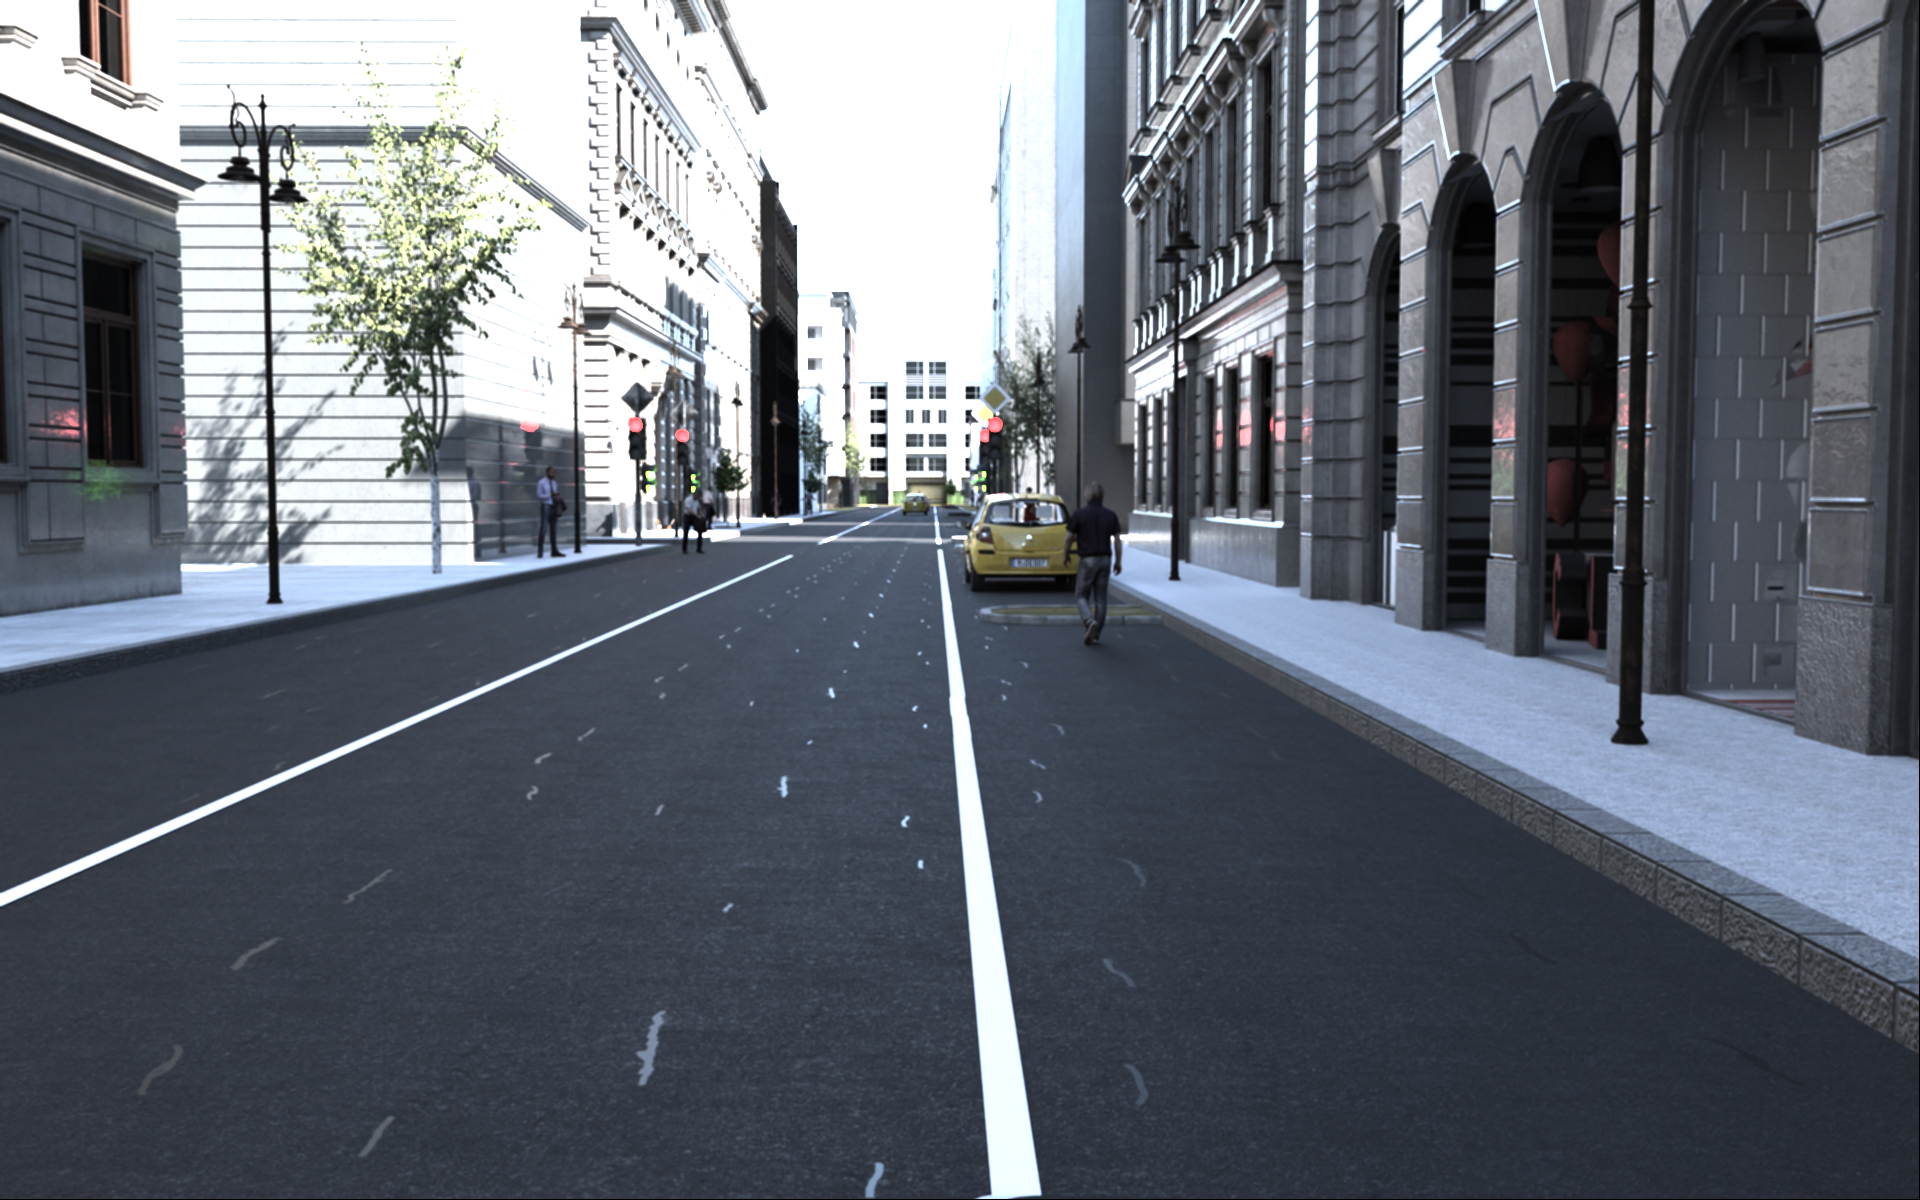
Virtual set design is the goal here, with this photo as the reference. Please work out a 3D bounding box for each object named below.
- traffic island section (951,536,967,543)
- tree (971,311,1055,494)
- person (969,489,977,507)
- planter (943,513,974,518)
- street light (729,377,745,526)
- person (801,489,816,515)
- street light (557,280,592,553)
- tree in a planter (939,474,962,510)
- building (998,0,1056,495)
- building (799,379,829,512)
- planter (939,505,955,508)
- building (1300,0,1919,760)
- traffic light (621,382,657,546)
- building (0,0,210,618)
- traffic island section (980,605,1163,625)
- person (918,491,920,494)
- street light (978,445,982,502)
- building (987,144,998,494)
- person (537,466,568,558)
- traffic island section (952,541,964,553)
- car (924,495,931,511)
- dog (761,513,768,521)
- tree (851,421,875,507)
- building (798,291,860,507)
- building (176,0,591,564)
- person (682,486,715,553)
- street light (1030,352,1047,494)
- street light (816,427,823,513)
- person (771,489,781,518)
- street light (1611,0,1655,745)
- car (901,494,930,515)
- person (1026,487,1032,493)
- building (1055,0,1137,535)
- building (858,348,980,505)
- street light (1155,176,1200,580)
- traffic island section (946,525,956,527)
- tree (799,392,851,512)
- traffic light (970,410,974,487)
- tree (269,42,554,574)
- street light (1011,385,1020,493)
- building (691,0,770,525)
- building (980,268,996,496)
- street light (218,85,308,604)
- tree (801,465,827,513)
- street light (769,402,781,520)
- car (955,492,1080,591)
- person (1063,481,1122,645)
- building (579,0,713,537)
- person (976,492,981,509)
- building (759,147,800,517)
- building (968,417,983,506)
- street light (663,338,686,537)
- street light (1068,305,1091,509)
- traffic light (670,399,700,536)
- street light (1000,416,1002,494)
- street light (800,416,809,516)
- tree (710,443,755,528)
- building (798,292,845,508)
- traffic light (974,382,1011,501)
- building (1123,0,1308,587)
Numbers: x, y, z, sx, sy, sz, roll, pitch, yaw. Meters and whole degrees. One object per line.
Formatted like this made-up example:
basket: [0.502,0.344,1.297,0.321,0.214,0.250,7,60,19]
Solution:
traffic island section: [0.754,-1.753,50.941,2.009,0.180,2.903,0,4,-1]
tree: [3.318,-7.255,68.990,4.360,8.622,3.978,0,3,0]
person: [1.319,-10.119,172.214,1.217,1.735,0.721,3,5,43]
planter: [-0.039,-4.985,102.644,1.991,0.319,1.994,0,4,-1]
street light: [-8.779,-5.850,68.441,0.468,5.910,1.993,0,4,-1]
person: [-9.146,-5.926,104.894,0.963,1.587,0.435,-1,4,-21]
street light: [-8.328,-3.961,37.546,0.468,5.910,1.993,0,4,-1]
tree in a planter: [-0.830,-9.507,152.654,1.991,3.239,1.994,0,4,-1]
building: [8.371,-16.706,91.157,12.078,24.808,19.932,0,4,-1]
building: [-15.175,-12.130,140.466,9.099,9.664,28.070,0,4,-1]
planter: [-1.237,-9.697,179.683,1.991,0.319,1.994,0,4,-1]
building: [10.292,-10.261,9.573,13.314,21.916,24.055,0,4,-1]
traffic light: [-7.923,-3.269,42.692,0.839,4.213,0.868,0,4,-1]
building: [-14.829,-10.745,11.839,11.583,22.565,21.152,0,4,-1]
traffic island section: [1.230,0.175,20.007,1.991,0.108,1.994,0,4,-1]
person: [-4.246,-10.275,177.042,0.990,1.755,0.434,-2,4,-25]
street light: [1.582,-9.330,125.333,0.468,5.910,1.993,0,4,-1]
building: [8.373,-19.345,113.559,12.463,27.353,25.104,0,4,-1]
person: [-8.213,-1.779,34.990,0.599,1.838,0.709,2,4,30]
traffic island section: [0.878,-1.265,42.957,2.009,0.180,2.903,0,4,-1]
car: [-3.453,-8.148,145.805,1.945,1.354,3.894,0,4,0]
dog: [-9.111,-3.887,81.290,0.550,0.427,0.748,3,4,37]
tree: [-10.397,-13.501,171.104,4.737,8.622,4.395,0,3,0]
building: [-27.621,-21.031,187.825,32.646,21.610,27.936,0,4,-1]
building: [-23.858,-15.826,36.242,29.804,29.767,11.434,0,4,-1]
person: [-6.410,-1.905,41.855,0.590,1.554,0.614,2,4,29]
street light: [2.552,-5.116,56.437,0.468,5.910,1.993,0,4,-1]
street light: [-9.633,-8.982,119.648,0.468,5.910,1.993,0,4,-1]
person: [-9.771,-5.123,92.006,0.569,1.553,0.471,-1,4,-10]
street light: [3.457,-2.200,8.764,0.468,5.910,1.993,0,4,-1]
car: [-3.080,-6.655,119.031,2.015,1.641,3.980,0,4,-1]
person: [2.517,-3.262,61.850,0.523,1.526,0.387,1,4,21]
building: [15.591,-16.199,58.355,24.014,27.812,14.314,0,4,-1]
building: [-8.471,-21.543,218.680,31.486,18.905,16.747,0,4,-1]
street light: [3.198,-3.232,25.637,0.468,5.910,1.993,0,4,-1]
traffic island section: [0.367,-3.225,75.603,1.991,0.108,1.994,0,4,-1]
tree: [-10.541,-10.554,122.916,4.737,8.622,4.395,0,3,0]
traffic light: [0.714,-3.767,50.827,0.839,4.213,0.868,0,4,-1]
tree: [-8.675,-4.726,27.627,4.737,8.622,4.395,0,3,0]
street light: [2.397,-6.148,73.312,0.468,5.910,1.993,0,4,-1]
building: [-16.393,-17.464,82.806,12.463,27.353,25.104,0,4,-1]
building: [10.094,-17.670,145.327,16.016,20.091,11.380,0,4,-1]
street light: [-8.052,-2.898,20.172,0.468,5.910,1.993,0,4,-1]
tree: [-9.926,-7.382,115.296,1.663,3.219,1.824,0,3,0]
street light: [-9.092,-6.882,85.313,0.468,5.910,1.993,0,4,-1]
car: [0.950,-1.026,27.005,2.015,1.641,3.980,0,4,-2]
person: [1.219,-0.357,16.539,0.569,1.553,0.471,2,4,25]
building: [-15.362,-14.164,60.457,11.050,23.489,19.941,0,4,-1]
person: [1.617,-8.679,148.890,0.436,1.711,0.756,-2,4,-27]
building: [-16.418,-16.754,103.605,12.332,23.373,15.834,0,4,-1]
building: [5.740,-15.052,188.246,9.099,9.664,28.070,0,4,-1]
street light: [-8.468,-4.818,51.568,0.468,5.910,1.993,0,4,-1]
street light: [2.917,-4.264,42.510,0.468,5.910,1.993,0,4,-1]
traffic light: [-8.046,-3.757,50.677,0.839,4.213,0.868,0,4,-1]
street light: [2.134,-7.207,90.617,0.468,5.910,1.993,0,4,-1]
street light: [-9.227,-7.950,102.776,0.468,5.910,1.993,0,4,-1]
tree: [-8.805,-4.335,65.473,1.663,3.219,1.824,0,3,0]
building: [-18.683,-18.554,159.783,16.016,20.091,11.380,0,4,-1]
traffic light: [0.837,-3.278,42.843,0.839,4.213,0.868,0,4,-1]
building: [8.930,-10.265,32.453,10.561,19.102,19.286,0,4,-1]
